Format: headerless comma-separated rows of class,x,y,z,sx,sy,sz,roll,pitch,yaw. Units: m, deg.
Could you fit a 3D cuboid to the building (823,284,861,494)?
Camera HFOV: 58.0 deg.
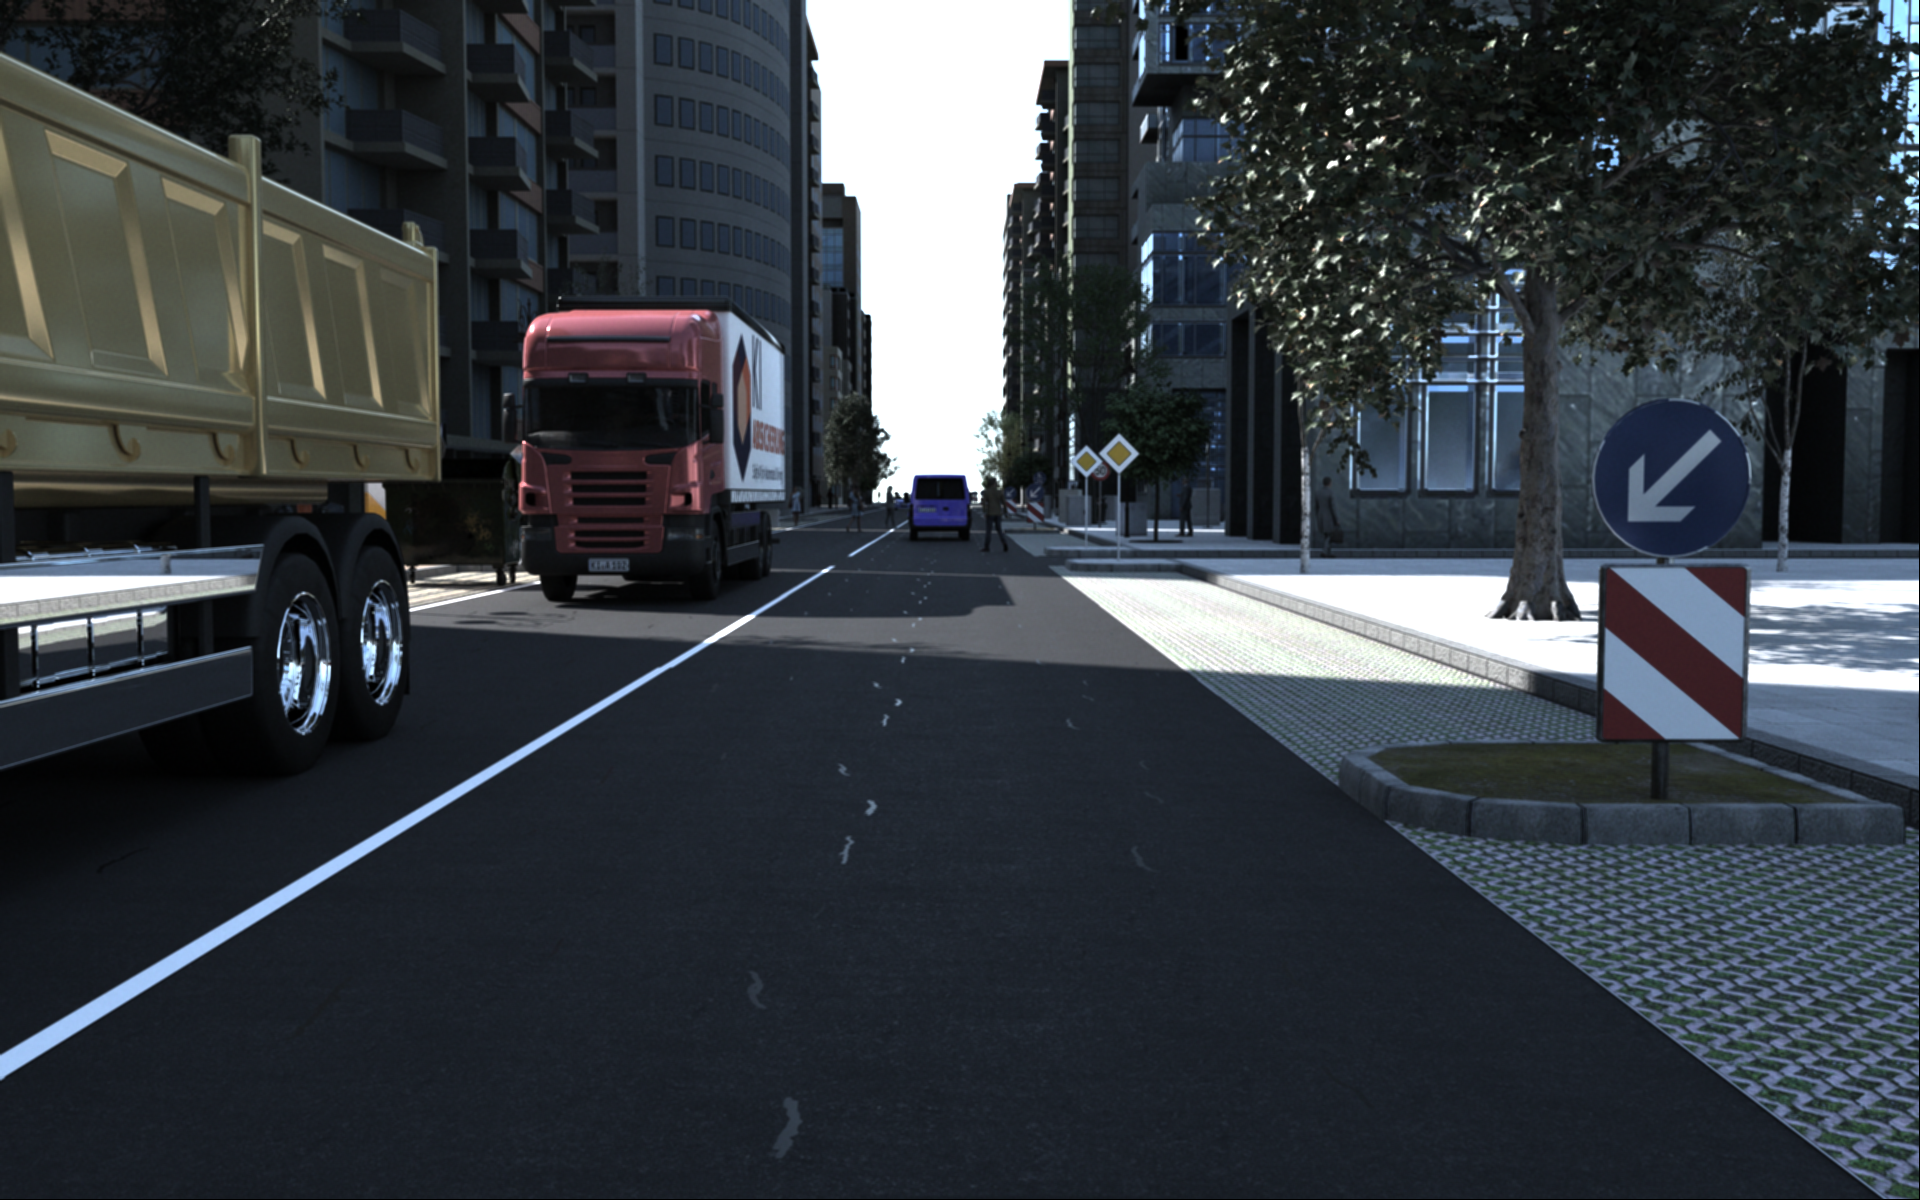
building,-21.436,-28.535,238.245,14.160,30.474,14.107,0,4,0

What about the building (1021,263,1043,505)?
building,14.582,-27.251,217.247,14.160,30.474,14.107,0,4,0

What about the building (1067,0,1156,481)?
building,14.633,-26.928,123.872,14.154,41.232,14.086,0,4,0

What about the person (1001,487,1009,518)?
person,2.503,-5.330,95.677,0.654,1.822,0.581,1,4,10

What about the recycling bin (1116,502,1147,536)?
recycling bin,5.287,-2.496,53.370,0.722,1.027,0.722,-2,4,-27

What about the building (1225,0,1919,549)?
building,23.660,-45.031,48.925,31.000,86.520,22.319,0,4,0

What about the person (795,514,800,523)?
person,-7.870,-4.331,84.003,0.332,1.250,0.352,-3,5,-39

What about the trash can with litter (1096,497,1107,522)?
trash can with litter,6.215,-4.131,78.934,0.624,1.170,1.055,-3,4,-37

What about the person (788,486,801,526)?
person,-7.442,-4.238,77.888,0.616,1.811,0.778,0,4,-8

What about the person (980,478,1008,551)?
person,0.889,-2.139,43.378,0.836,1.842,0.656,3,5,41

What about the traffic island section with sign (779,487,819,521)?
traffic island section with sign,-8.442,-5.026,90.800,1.989,1.847,2.006,0,4,0

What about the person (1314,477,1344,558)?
person,8.071,-1.789,37.860,0.767,1.812,0.694,-3,4,-37

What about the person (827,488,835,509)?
person,-11.401,-8.969,152.652,0.705,1.831,1.348,-2,4,-35

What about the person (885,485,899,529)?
person,-2.824,-3.824,71.212,0.526,1.800,0.537,-1,4,-20

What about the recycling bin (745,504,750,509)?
recycling bin,-10.257,-4.213,81.441,0.722,1.027,0.722,-2,4,-28

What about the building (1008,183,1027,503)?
building,17.917,-35.759,239.278,22.147,44.769,28.867,0,4,0

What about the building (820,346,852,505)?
building,-28.182,-22.751,217.025,27.650,21.520,28.899,0,4,0

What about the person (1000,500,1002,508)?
person,2.320,-5.875,105.566,0.512,1.701,0.522,-1,4,-10

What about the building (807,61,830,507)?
building,-21.345,-32.131,175.446,14.600,45.320,14.200,0,4,0

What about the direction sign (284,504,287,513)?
direction sign,-16.004,-3.000,41.052,0.876,3.537,0.379,-1,4,-20

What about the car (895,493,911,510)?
car,-5.031,-8.947,155.875,1.945,1.707,3.694,0,4,-1

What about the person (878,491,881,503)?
person,-12.144,-15.600,262.035,0.436,1.711,0.756,3,5,39

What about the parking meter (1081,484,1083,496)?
parking meter,5.729,-4.791,84.046,0.399,1.863,0.255,0,4,-6

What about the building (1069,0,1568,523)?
building,18.554,-48.081,98.798,22.319,86.520,31.000,0,4,0

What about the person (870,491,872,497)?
person,-12.177,-14.104,237.445,0.445,1.727,0.742,1,4,20

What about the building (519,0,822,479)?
building,-24.017,-30.540,153.957,22.147,44.769,28.867,0,4,0

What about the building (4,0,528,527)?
building,-25.540,-24.897,61.691,22.147,44.769,28.867,0,4,0

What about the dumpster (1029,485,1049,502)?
dumpster,4.919,-6.228,107.579,1.264,1.857,1.865,0,4,0

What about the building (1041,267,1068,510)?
building,21.385,-18.405,145.956,27.650,21.520,28.899,0,4,0

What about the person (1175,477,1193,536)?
person,6.761,-2.827,52.440,0.590,1.801,0.661,1,4,23

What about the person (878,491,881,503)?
person,-11.699,-15.061,253.090,0.445,1.727,0.742,-3,5,-44

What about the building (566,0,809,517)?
building,-20.309,-33.992,97.766,21.231,58.520,28.212,0,4,0

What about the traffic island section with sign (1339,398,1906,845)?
traffic island section with sign,2.842,0.040,7.967,1.989,1.847,2.006,0,4,0

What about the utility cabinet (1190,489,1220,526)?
utility cabinet,9.860,-3.729,69.649,1.173,1.500,0.318,0,4,-7

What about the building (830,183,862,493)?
building,-21.577,-36.855,252.693,14.600,45.320,14.200,0,4,0

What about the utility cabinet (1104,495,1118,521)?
utility cabinet,7.365,-4.461,84.091,0.306,1.237,1.020,-1,4,-22

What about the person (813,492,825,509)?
person,-12.115,-8.547,149.049,1.065,1.426,0.557,1,4,12

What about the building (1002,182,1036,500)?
building,17.429,-39.183,264.347,21.300,48.544,21.600,0,4,0

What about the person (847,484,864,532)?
person,-3.930,-3.482,65.520,0.616,1.811,0.778,3,5,42

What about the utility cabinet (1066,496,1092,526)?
utility cabinet,4.804,-3.600,70.020,1.020,1.237,0.306,-1,4,-19

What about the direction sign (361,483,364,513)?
direction sign,-14.122,-2.991,40.897,0.876,3.537,0.379,2,4,35

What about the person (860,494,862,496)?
person,-12.074,-12.016,202.129,1.348,1.869,0.705,0,4,2

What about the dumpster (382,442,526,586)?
dumpster,-7.943,-1.362,27.212,1.985,2.255,1.502,0,4,-2

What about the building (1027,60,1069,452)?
building,18.760,-31.785,174.302,22.147,44.769,28.867,0,4,0

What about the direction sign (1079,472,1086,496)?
direction sign,6.596,-6.167,92.820,0.379,3.537,0.876,2,4,33

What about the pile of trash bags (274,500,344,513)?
pile of trash bags,-16.855,-2.132,44.614,1.912,1.369,3.447,-1,4,-21

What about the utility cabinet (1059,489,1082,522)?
utility cabinet,4.918,-4.170,76.854,0.318,1.500,1.173,-3,5,-42

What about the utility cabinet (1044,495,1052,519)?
utility cabinet,4.614,-4.866,90.718,0.306,1.237,1.020,1,4,11

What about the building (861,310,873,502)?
building,-20.832,-30.311,267.277,14.160,30.474,14.107,0,4,0

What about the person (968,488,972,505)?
person,0.432,-5.816,103.569,0.573,1.828,0.580,0,4,3
